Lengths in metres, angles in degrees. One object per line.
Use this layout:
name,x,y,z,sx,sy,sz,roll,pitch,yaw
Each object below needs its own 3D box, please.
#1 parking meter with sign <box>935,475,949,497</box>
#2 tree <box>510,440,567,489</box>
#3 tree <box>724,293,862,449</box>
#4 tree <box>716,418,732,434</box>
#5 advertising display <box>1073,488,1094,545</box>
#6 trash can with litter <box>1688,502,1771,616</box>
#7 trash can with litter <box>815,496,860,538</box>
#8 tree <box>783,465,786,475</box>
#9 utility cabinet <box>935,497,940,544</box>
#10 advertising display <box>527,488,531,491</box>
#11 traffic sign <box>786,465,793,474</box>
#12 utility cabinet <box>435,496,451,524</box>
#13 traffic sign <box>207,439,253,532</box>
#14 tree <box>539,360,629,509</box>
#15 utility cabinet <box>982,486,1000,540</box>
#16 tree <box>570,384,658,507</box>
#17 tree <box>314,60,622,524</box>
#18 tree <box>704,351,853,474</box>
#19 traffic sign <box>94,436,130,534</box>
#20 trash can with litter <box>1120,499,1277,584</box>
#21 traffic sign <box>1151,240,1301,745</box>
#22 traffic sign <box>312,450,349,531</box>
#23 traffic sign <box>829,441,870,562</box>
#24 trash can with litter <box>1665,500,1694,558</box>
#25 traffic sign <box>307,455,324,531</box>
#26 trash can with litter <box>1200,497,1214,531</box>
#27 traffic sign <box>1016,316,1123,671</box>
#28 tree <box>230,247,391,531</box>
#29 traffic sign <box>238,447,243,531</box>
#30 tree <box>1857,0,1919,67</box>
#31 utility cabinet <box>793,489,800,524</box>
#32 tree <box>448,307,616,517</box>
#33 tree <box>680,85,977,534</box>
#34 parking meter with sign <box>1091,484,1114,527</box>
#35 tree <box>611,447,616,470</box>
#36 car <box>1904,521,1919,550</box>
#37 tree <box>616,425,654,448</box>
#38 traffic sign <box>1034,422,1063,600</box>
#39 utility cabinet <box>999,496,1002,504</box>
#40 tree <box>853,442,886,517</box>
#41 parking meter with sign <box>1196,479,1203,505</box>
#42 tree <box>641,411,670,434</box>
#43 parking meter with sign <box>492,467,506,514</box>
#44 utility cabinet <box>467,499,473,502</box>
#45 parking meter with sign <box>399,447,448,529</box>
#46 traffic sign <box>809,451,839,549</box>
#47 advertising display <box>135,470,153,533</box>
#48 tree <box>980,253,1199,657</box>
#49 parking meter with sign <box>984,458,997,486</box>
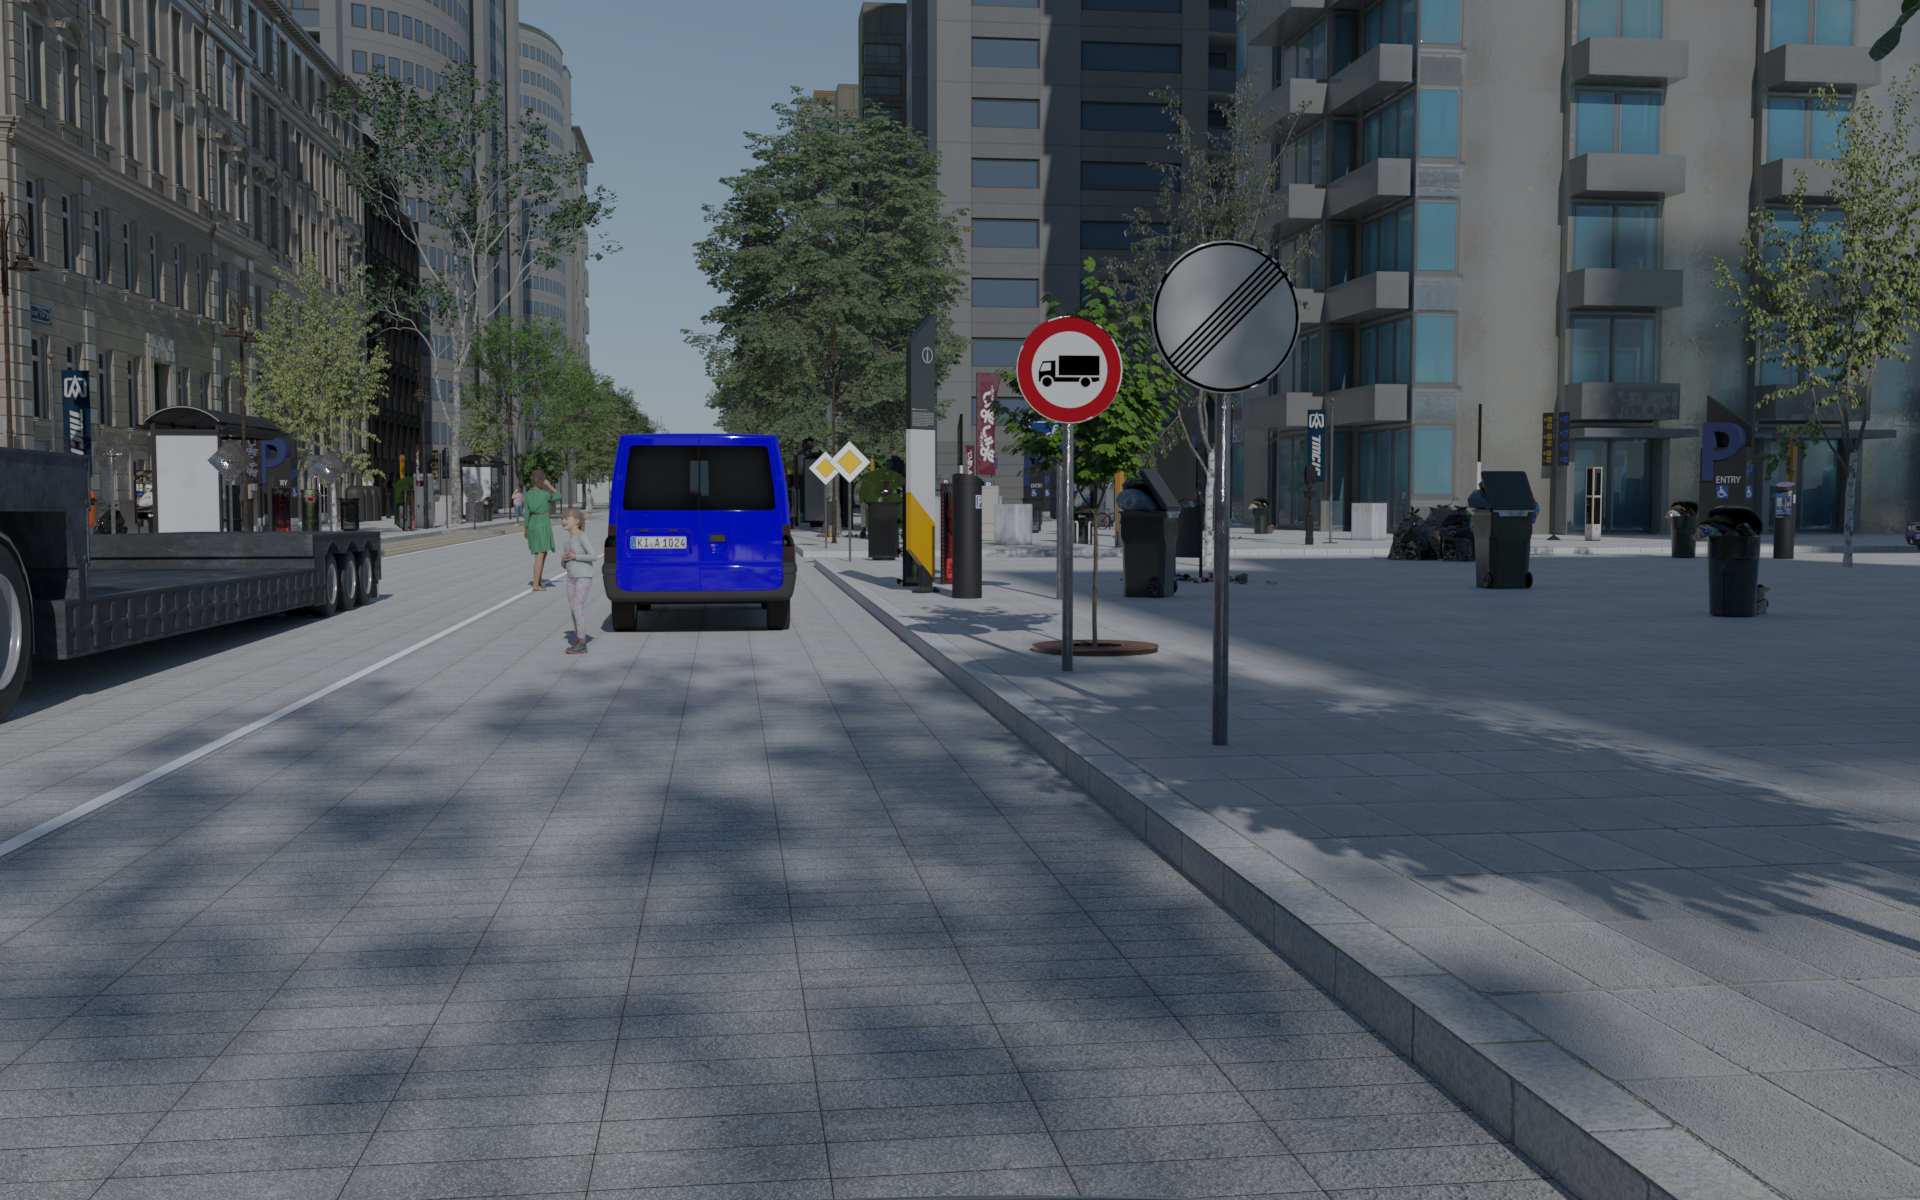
parking meter with sign,-0.817,-4.483,69.566,1.738,3.016,0.543,3,5,44
tree,-25.494,-7.400,104.709,4.285,4.588,4.351,0,3,0
tree,-7.998,-9.759,85.308,9.928,11.665,9.643,0,3,0
tree,-20.300,-16.482,179.847,12.009,13.543,11.850,0,3,0
advertising display,3.162,-2.395,44.376,0.123,1.923,0.974,-2,4,-24
trash can with litter,8.220,-0.428,18.383,0.624,1.170,1.055,3,4,37
trash can with litter,-3.577,-2.513,52.140,1.678,1.210,2.233,2,4,26
tree,-10.275,-6.196,95.910,1.663,3.219,1.824,0,3,0
utility cabinet,-0.913,-2.010,44.030,1.020,1.237,0.306,-2,4,-33
advertising display,-26.729,-6.345,108.957,0.974,1.923,0.123,-3,5,-41
traffic sign,-11.910,-7.309,113.368,2.265,3.308,0.079,0,4,1
utility cabinet,-21.953,-3.849,74.090,1.020,1.237,0.306,-2,4,-24
traffic sign,-13.188,-1.694,31.339,0.795,2.450,0.064,0,4,-8
tree,-32.044,-13.998,146.999,7.486,12.596,7.792,0,3,0
utility cabinet,0.480,-2.362,47.289,1.173,1.500,0.318,1,4,9
tree,-35.421,-15.931,177.476,9.611,12.733,9.660,0,3,0
tree,-20.569,-13.343,74.045,12.611,20.169,13.585,0,3,0
tree,-10.772,-11.540,105.687,9.611,12.733,9.660,0,3,0
traffic sign,-18.605,-2.319,38.019,0.768,2.556,0.104,0,4,-4
trash can with litter,3.562,-0.869,25.270,1.678,1.210,2.233,-3,5,-44
traffic sign,1.332,-0.532,8.800,0.768,2.556,0.104,0,4,-6
traffic sign,-14.253,-2.178,39.253,0.795,2.450,0.064,0,4,-8
traffic sign,-2.090,-1.784,32.806,0.795,2.450,0.064,0,4,-8
trash can with litter,14.583,-1.445,35.012,0.624,1.170,1.055,1,4,22
traffic sign,-16.746,-2.642,45.321,0.606,2.300,0.079,0,4,-6
trash can with litter,8.786,-2.971,59.963,0.624,1.170,1.055,-2,4,-34
traffic sign,0.779,-0.757,12.483,0.768,2.556,0.104,0,4,-5
tree,-18.716,-6.182,51.438,4.737,8.622,4.395,0,3,0
traffic sign,-19.622,-2.879,47.180,0.768,2.556,0.104,0,4,2
tree,3.211,-1.180,3.008,4.285,4.588,4.351,0,3,0
utility cabinet,-7.073,-3.925,72.859,0.318,1.500,1.173,1,4,14
tree,-24.688,-10.472,96.973,9.928,11.665,9.643,0,3,0
tree,-4.046,-9.113,55.649,9.857,13.997,8.962,0,3,0
parking meter with sign,5.594,-4.321,66.906,0.543,3.016,1.738,-3,4,-38
tree,-36.718,-14.592,188.944,4.360,8.622,3.978,0,3,0
car,24.606,-1.742,41.063,3.894,1.354,1.945,-1,4,-8
tree,-40.077,-16.901,210.750,8.767,10.594,7.601,3,5,40
traffic sign,1.212,-1.276,20.974,0.768,2.556,0.104,0,4,1
utility cabinet,1.144,-3.430,67.236,1.020,1.237,0.306,-2,4,-35
tree,-5.526,-7.051,99.003,4.285,4.588,4.351,0,3,0
parking meter with sign,12.027,-5.626,88.242,1.738,3.016,0.543,0,4,8
tree,-46.533,-21.160,256.335,12.009,13.543,11.850,0,3,0
parking meter with sign,-30.236,-7.075,111.936,1.738,3.016,0.543,0,4,5
utility cabinet,-23.430,-4.395,83.020,0.306,1.237,1.020,-1,4,-12
parking meter with sign,-19.999,-4.179,64.586,1.738,3.016,0.543,-1,4,-9
traffic sign,-3.155,-2.268,40.720,0.795,2.450,0.064,0,4,-8
advertising display,-21.590,-2.524,46.483,0.974,1.923,0.123,-1,4,-13
tree,0.971,-1.193,14.109,1.663,3.219,1.824,0,3,0
parking meter with sign,1.376,-5.261,82.278,0.543,3.016,1.738,1,4,10
